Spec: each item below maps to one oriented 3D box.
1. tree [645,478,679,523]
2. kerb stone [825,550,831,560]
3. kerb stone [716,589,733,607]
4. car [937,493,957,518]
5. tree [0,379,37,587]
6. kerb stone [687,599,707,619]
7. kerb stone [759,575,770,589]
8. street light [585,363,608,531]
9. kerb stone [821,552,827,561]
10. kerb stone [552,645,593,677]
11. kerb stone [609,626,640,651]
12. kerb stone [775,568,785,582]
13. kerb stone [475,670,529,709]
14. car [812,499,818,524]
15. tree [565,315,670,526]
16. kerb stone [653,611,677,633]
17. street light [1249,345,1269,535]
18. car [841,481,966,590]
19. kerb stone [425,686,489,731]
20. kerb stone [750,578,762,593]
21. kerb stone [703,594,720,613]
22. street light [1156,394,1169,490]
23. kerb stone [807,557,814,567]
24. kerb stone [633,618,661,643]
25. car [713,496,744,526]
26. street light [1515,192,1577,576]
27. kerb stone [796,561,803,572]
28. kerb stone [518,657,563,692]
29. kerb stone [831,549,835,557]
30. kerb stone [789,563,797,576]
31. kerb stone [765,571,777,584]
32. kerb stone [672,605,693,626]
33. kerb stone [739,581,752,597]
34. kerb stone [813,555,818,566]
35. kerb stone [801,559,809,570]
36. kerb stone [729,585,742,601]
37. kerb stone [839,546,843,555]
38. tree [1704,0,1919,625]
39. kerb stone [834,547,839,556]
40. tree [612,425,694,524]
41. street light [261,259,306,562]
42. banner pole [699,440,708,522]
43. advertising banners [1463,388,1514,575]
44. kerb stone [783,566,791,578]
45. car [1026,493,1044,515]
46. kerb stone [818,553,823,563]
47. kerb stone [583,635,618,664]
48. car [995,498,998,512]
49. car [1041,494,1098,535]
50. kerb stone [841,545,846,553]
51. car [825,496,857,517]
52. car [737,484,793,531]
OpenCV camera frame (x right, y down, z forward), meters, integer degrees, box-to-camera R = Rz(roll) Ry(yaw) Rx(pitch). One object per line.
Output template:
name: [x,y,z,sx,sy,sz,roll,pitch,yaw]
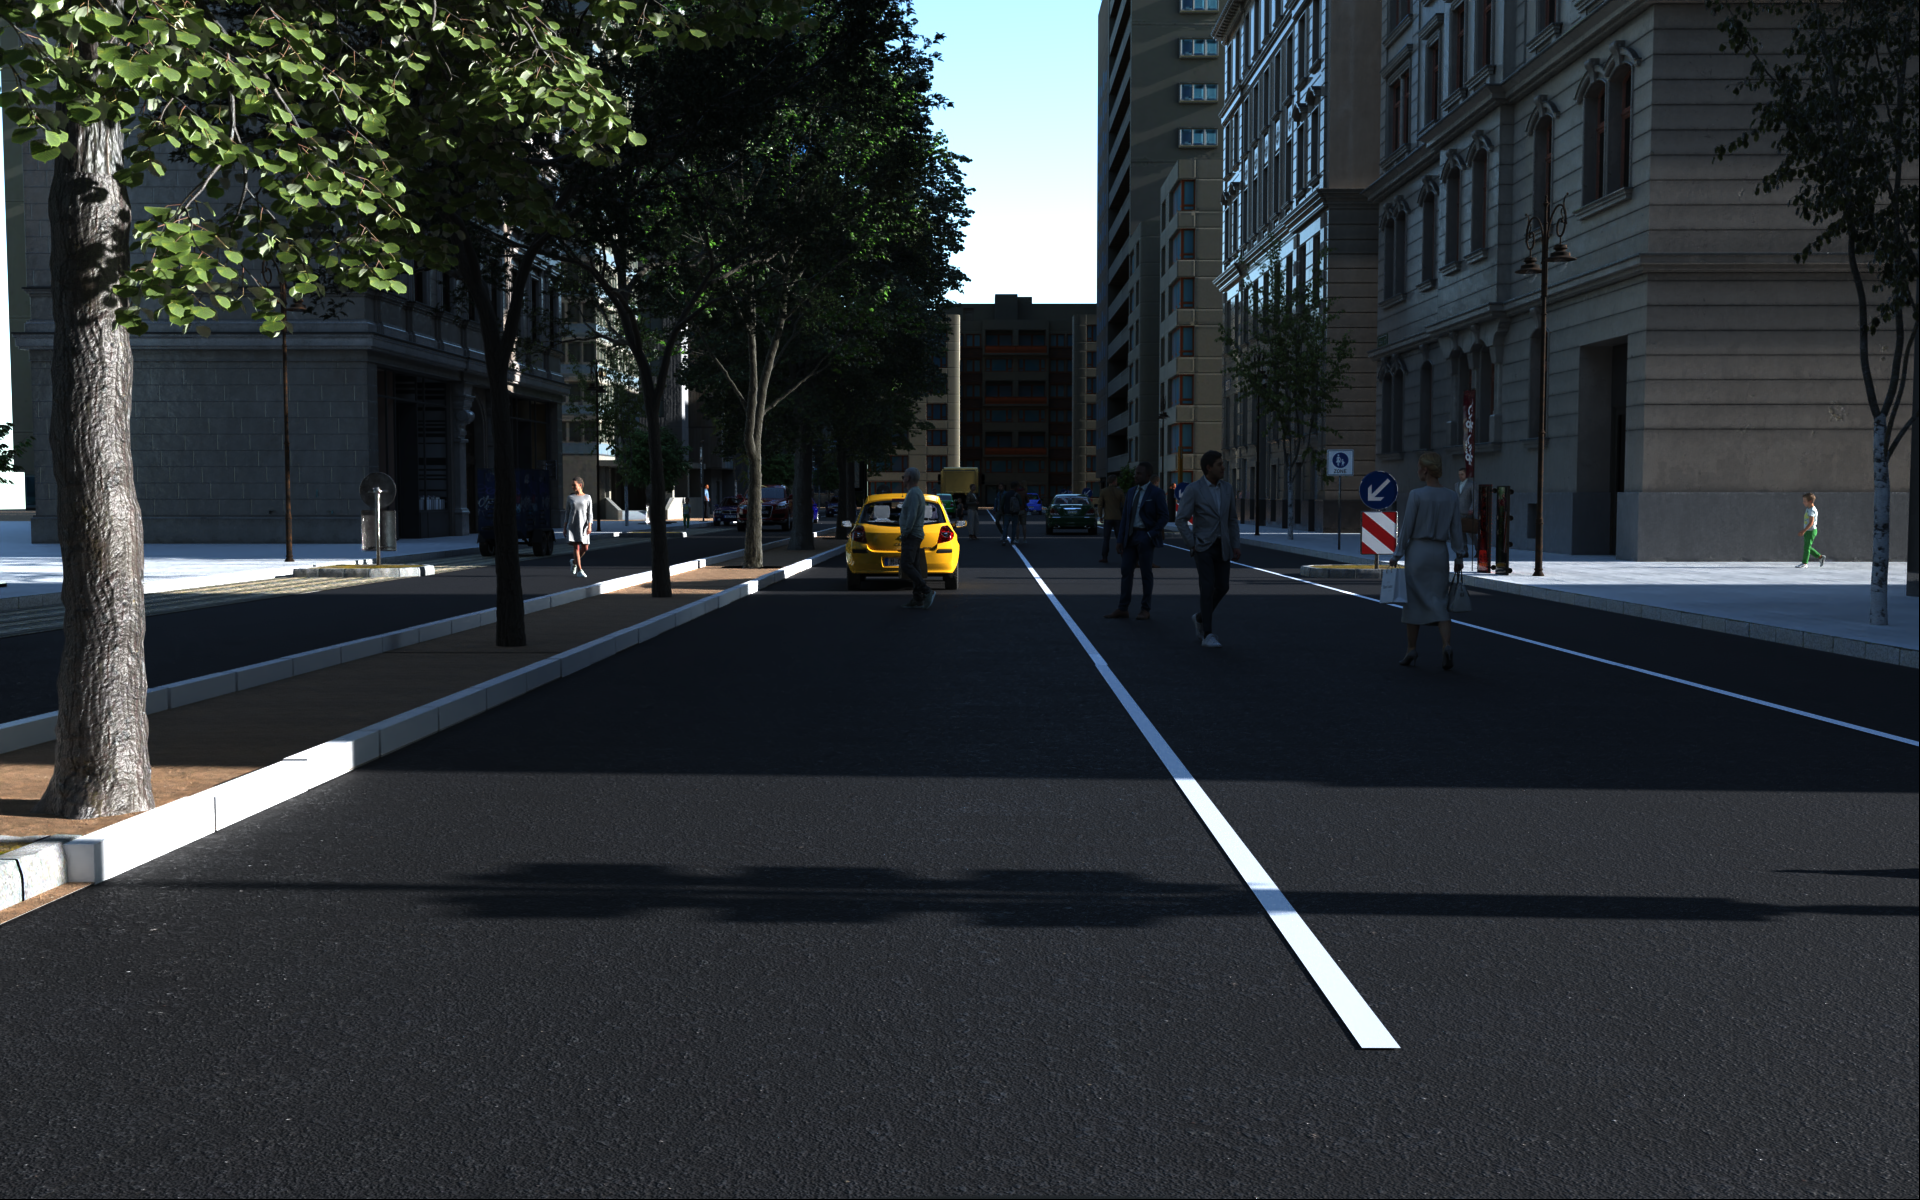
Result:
tree: [-13.181,-5.064,77.404,1.663,3.219,1.824,0,3,0]
kerb stone: [-2.955,-0.943,37.614,0.120,0.150,1.000,0,4,1]
kerb stone: [-3.084,-0.002,22.233,0.120,0.150,1.000,0,4,1]
car: [-1.130,-5.799,103.608,1.959,1.807,4.718,0,4,0]
tree: [-13.605,-1.788,23.831,1.663,3.219,1.824,0,3,0]
kerb stone: [-3.110,0.124,20.175,0.120,0.150,1.000,0,4,1]
kerb stone: [-3.053,-0.248,26.353,0.120,0.150,1.000,0,4,1]
street light: [-12.458,-5.307,59.552,0.468,5.910,1.993,0,4,1]
kerb stone: [-2.966,-0.880,36.587,0.120,0.150,1.000,0,4,1]
kerb stone: [-3.160,0.500,14.014,0.120,0.150,1.000,0,4,1]
kerb stone: [-3.147,0.375,16.072,0.120,0.150,1.000,0,4,1]
kerb stone: [-3.034,-0.380,28.401,0.120,0.150,1.000,0,4,1]
kerb stone: [-3.186,0.626,11.967,0.120,0.150,1.000,0,4,1]
car: [-7.845,-4.356,83.802,1.945,1.354,3.894,0,4,1]
tree: [-13.538,-7.250,68.897,4.737,8.622,4.395,0,3,0]
kerb stone: [-3.129,0.251,18.118,0.120,0.150,1.000,0,4,1]
street light: [9.236,-4.946,53.652,0.468,5.910,1.993,0,4,1]
car: [-0.894,-1.049,27.374,2.015,1.641,3.980,0,4,-1]
kerb stone: [-3.195,0.688,10.945,0.120,0.150,1.000,0,4,1]
kerb stone: [-3.056,-0.191,25.327,0.120,0.150,1.000,0,4,1]
kerb stone: [-3.100,0.061,21.205,0.120,0.150,1.000,0,4,1]
street light: [9.412,-6.579,80.362,0.468,5.910,1.993,0,4,1]
kerb stone: [-2.980,-0.693,33.521,0.120,0.150,1.000,0,4,1]
kerb stone: [-3.131,0.314,17.094,0.120,0.150,1.000,0,4,1]
car: [-10.166,-4.069,79.108,1.945,1.354,3.894,0,4,2]
street light: [9.058,-3.312,26.942,0.468,5.910,1.993,0,4,1]
kerb stone: [-3.013,-0.562,31.470,0.120,0.150,1.000,0,4,1]
kerb stone: [-3.180,0.566,12.992,0.120,0.150,1.000,0,4,1]
kerb stone: [-2.945,-1.006,38.636,0.120,0.150,1.000,0,4,1]
kerb stone: [-3.018,-0.505,30.448,0.120,0.150,1.000,0,4,1]
kerb stone: [-3.056,-0.317,27.375,0.120,0.150,1.000,0,4,1]
kerb stone: [-3.117,0.187,19.145,0.120,0.150,1.000,0,4,1]
kerb stone: [-3.071,-0.128,24.290,0.120,0.150,1.000,0,4,1]
kerb stone: [-2.979,-0.755,34.543,0.120,0.150,1.000,0,4,1]
kerb stone: [-2.998,-0.630,32.498,0.120,0.150,1.000,0,4,1]
kerb stone: [-3.083,-0.065,23.260,0.120,0.150,1.000,0,4,1]
kerb stone: [-2.916,-1.128,40.691,0.120,0.150,1.000,0,4,1]
tree: [9.008,-4.046,16.510,4.360,8.622,3.978,0,3,0]
kerb stone: [-2.934,-1.067,39.669,0.120,0.150,1.000,0,4,1]
tree: [-13.153,-5.532,74.161,4.285,4.588,4.351,0,3,0]
street light: [-12.729,-3.664,32.702,0.468,5.910,1.993,0,4,1]
banner pole: [-12.020,-5.545,80.685,0.401,3.779,0.863,-1,4,-21]
advertising banners: [8.556,-1.956,28.167,0.090,3.025,2.074,0,4,-5]
kerb stone: [-3.023,-0.442,29.426,0.120,0.150,1.000,0,4,1]
car: [4.902,-6.834,121.335,1.945,1.707,3.694,0,4,2]
kerb stone: [-2.970,-0.815,35.565,0.120,0.150,1.000,0,4,1]
kerb stone: [-3.155,0.439,15.041,0.120,0.150,1.000,0,4,1]
car: [3.822,-8.009,139.737,1.959,1.807,4.718,0,4,-1]
car: [4.014,-3.109,62.637,2.131,1.459,4.920,0,4,2]
kerb stone: [-2.912,-1.194,41.722,0.120,0.150,1.000,0,4,1]
car: [-7.447,-5.877,108.676,1.945,1.354,3.894,0,4,1]
car: [-7.613,-3.659,68.494,2.281,1.827,5.304,0,4,-1]
